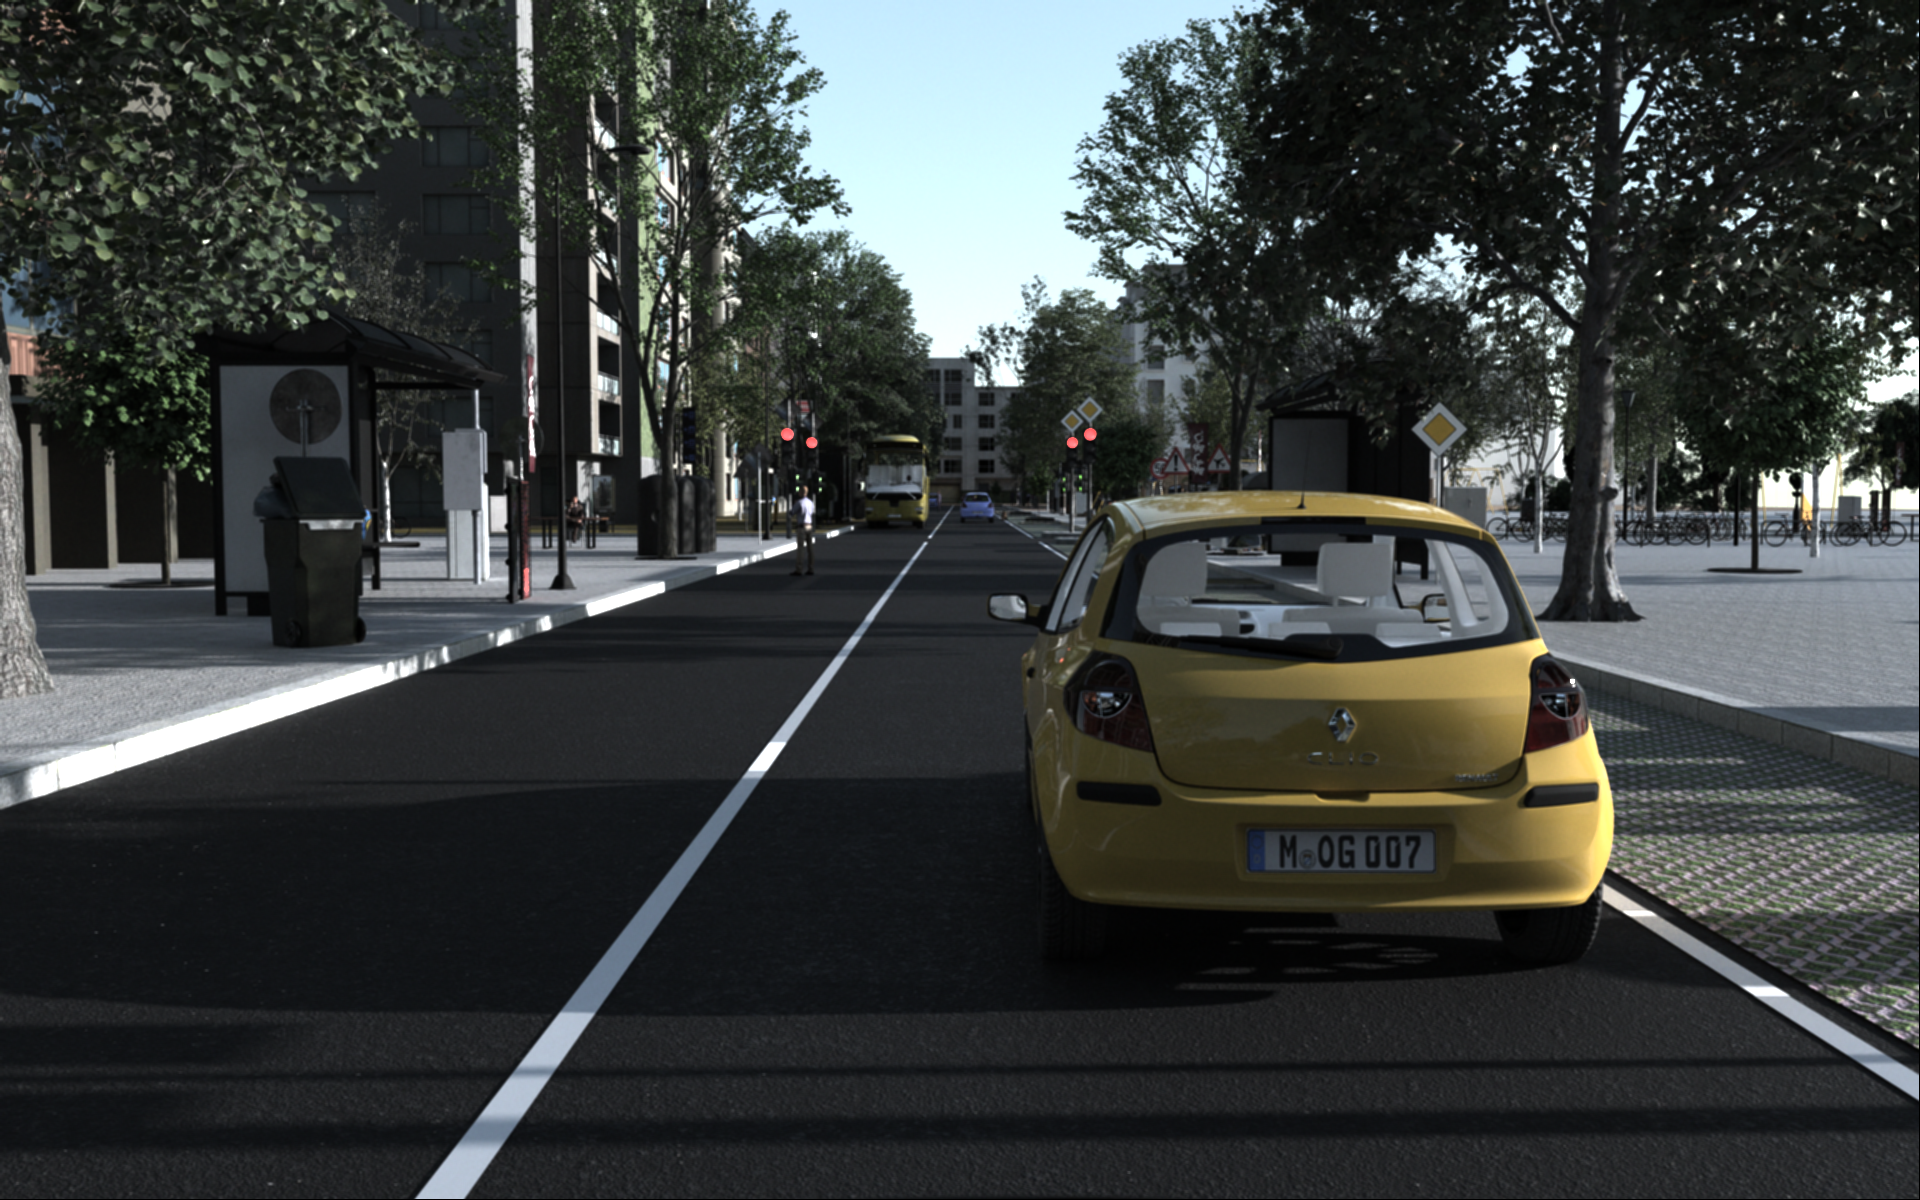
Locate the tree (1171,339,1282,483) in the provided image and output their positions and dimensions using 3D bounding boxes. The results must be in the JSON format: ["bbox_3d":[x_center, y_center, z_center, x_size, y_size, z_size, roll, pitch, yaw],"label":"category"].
[{"bbox_3d":[13.181,-8.303,86.121,4.737,8.622,4.395,0,3,0],"label":"tree"}]

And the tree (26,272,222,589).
[{"bbox_3d":[-11.023,-2.471,24.116,4.285,4.588,4.351,0,3,0],"label":"tree"}]

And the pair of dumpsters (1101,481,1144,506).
[{"bbox_3d":[7.315,-4.611,77.876,1.574,2.255,4.437,0,3,0],"label":"pair of dumpsters"}]

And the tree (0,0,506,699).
[{"bbox_3d":[-6.171,-6.355,10.562,9.857,13.997,8.962,0,3,0],"label":"tree"}]

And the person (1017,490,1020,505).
[{"bbox_3d":[6.527,-11.471,194.534,0.436,1.711,0.756,2,4,32],"label":"person"}]

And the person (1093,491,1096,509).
[{"bbox_3d":[11.961,-8.949,153.080,0.721,1.735,1.217,0,4,-4],"label":"person"}]

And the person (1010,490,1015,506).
[{"bbox_3d":[5.844,-11.334,192.279,0.541,1.710,0.530,0,4,-7],"label":"person"}]

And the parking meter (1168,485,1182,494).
[{"bbox_3d":[6.153,-2.520,49.607,0.372,1.533,0.369,0,3,0],"label":"parking meter"}]

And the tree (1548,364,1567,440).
[{"bbox_3d":[31.609,-8.380,87.376,4.737,8.622,4.395,0,3,0],"label":"tree"}]

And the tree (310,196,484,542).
[{"bbox_3d":[-14.202,-5.663,42.956,4.360,8.622,3.978,0,3,0],"label":"tree"}]

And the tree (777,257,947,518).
[{"bbox_3d":[-5.801,-11.439,93.687,9.857,13.997,8.962,0,3,0],"label":"tree"}]

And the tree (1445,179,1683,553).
[{"bbox_3d":[12.637,-5.318,37.319,4.360,8.622,3.978,0,3,0],"label":"tree"}]

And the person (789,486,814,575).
[{"bbox_3d":[-2.786,-1.226,30.614,0.319,1.574,0.516,3,5,45],"label":"person"}]

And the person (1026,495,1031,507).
[{"bbox_3d":[6.698,-9.776,169.106,0.421,1.427,0.697,1,4,18],"label":"person"}]

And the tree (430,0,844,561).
[{"bbox_3d":[-5.840,-6.583,33.387,9.928,11.665,9.643,0,3,0],"label":"tree"}]

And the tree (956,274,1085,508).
[{"bbox_3d":[5.903,-18.129,152.298,12.611,20.169,13.585,0,3,0],"label":"tree"}]

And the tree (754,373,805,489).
[{"bbox_3d":[-10.471,-9.319,102.732,4.360,8.622,3.978,0,3,0],"label":"tree"}]

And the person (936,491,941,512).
[{"bbox_3d":[-1.720,-7.970,139.733,0.541,1.710,0.530,-3,5,-44],"label":"person"}]

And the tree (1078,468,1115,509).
[{"bbox_3d":[5.891,-4.688,71.245,1.663,3.219,1.824,0,3,0],"label":"tree"}]

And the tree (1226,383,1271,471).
[{"bbox_3d":[22.291,-11.740,126.363,7.601,10.594,8.767,-2,4,-26],"label":"tree"}]

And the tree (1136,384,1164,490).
[{"bbox_3d":[12.667,-10.105,115.578,4.737,8.622,4.395,0,3,0],"label":"tree"}]

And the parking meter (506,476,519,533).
[{"bbox_3d":[-14.664,-3.129,56.864,0.399,1.863,0.255,-1,4,-21],"label":"parking meter"}]

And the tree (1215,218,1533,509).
[{"bbox_3d":[14.706,-9.510,65.864,12.009,13.543,11.850,0,3,0],"label":"tree"}]

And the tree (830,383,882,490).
[{"bbox_3d":[-6.621,-9.891,112.081,4.360,8.622,3.978,0,3,0],"label":"tree"}]

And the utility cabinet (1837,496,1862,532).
[{"bbox_3d":[30.191,-2.913,58.782,0.306,1.237,1.020,0,4,-1],"label":"utility cabinet"}]

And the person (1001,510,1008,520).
[{"bbox_3d":[2.396,-4.616,94.450,0.381,0.543,0.357,-1,4,-15],"label":"person"}]

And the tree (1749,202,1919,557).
[{"bbox_3d":[17.446,-5.167,34.835,4.737,8.622,4.395,0,3,0],"label":"tree"}]

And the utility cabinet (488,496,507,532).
[{"bbox_3d":[-15.522,-2.912,58.765,1.020,1.237,0.306,-3,4,-38],"label":"utility cabinet"}]

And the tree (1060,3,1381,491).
[{"bbox_3d":[5.917,-6.739,35.942,9.928,11.665,9.643,0,3,0],"label":"tree"}]

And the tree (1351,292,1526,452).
[{"bbox_3d":[20.994,-8.754,77.541,8.767,10.594,7.601,0,4,5],"label":"tree"}]

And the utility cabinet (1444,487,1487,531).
[{"bbox_3d":[14.743,-2.560,50.534,1.173,1.500,0.318,0,4,-5],"label":"utility cabinet"}]

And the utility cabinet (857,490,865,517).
[{"bbox_3d":[-5.091,-5.119,92.381,0.318,1.500,1.173,-2,4,-29],"label":"utility cabinet"}]

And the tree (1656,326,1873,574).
[{"bbox_3d":[13.227,-2.742,28.540,4.285,4.588,4.351,0,3,0],"label":"tree"}]

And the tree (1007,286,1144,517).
[{"bbox_3d":[6.620,-10.815,94.947,7.486,12.596,7.792,0,3,0],"label":"tree"}]

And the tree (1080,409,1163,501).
[{"bbox_3d":[6.298,-5.112,67.289,4.285,4.588,4.351,0,3,0],"label":"tree"}]

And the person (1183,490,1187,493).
[{"bbox_3d":[12.457,-5.357,96.176,0.613,1.512,0.480,-2,4,-34],"label":"person"}]

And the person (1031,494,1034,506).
[{"bbox_3d":[7.863,-10.974,188.695,0.599,1.433,0.991,3,4,36],"label":"person"}]

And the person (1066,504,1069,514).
[{"bbox_3d":[7.162,-5.976,112.031,0.655,0.850,0.859,-1,4,-11],"label":"person"}]

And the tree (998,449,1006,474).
[{"bbox_3d":[6.707,-15.172,198.430,4.360,8.622,3.978,0,3,0],"label":"tree"}]

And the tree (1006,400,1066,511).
[{"bbox_3d":[6.608,-11.183,133.197,4.360,8.622,3.978,0,3,0],"label":"tree"}]

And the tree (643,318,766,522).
[{"bbox_3d":[-10.807,-7.418,71.639,4.737,8.622,4.395,0,3,0],"label":"tree"}]

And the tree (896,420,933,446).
[{"bbox_3d":[-6.337,-14.516,155.460,7.486,12.596,7.792,0,3,0],"label":"tree"}]

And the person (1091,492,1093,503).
[{"bbox_3d":[12.322,-9.531,161.965,0.705,1.814,1.350,2,4,28],"label":"person"}]

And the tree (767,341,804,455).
[{"bbox_3d":[-9.293,-7.828,78.346,4.737,8.622,4.395,0,3,0],"label":"tree"}]

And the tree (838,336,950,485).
[{"bbox_3d":[-5.447,-12.546,122.139,9.611,12.733,9.660,0,3,0],"label":"tree"}]

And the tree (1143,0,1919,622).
[{"bbox_3d":[6.572,-6.138,17.362,9.611,12.733,9.660,0,3,0],"label":"tree"}]

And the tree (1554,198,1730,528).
[{"bbox_3d":[25.977,-8.939,64.272,7.486,12.596,7.792,0,3,0],"label":"tree"}]
